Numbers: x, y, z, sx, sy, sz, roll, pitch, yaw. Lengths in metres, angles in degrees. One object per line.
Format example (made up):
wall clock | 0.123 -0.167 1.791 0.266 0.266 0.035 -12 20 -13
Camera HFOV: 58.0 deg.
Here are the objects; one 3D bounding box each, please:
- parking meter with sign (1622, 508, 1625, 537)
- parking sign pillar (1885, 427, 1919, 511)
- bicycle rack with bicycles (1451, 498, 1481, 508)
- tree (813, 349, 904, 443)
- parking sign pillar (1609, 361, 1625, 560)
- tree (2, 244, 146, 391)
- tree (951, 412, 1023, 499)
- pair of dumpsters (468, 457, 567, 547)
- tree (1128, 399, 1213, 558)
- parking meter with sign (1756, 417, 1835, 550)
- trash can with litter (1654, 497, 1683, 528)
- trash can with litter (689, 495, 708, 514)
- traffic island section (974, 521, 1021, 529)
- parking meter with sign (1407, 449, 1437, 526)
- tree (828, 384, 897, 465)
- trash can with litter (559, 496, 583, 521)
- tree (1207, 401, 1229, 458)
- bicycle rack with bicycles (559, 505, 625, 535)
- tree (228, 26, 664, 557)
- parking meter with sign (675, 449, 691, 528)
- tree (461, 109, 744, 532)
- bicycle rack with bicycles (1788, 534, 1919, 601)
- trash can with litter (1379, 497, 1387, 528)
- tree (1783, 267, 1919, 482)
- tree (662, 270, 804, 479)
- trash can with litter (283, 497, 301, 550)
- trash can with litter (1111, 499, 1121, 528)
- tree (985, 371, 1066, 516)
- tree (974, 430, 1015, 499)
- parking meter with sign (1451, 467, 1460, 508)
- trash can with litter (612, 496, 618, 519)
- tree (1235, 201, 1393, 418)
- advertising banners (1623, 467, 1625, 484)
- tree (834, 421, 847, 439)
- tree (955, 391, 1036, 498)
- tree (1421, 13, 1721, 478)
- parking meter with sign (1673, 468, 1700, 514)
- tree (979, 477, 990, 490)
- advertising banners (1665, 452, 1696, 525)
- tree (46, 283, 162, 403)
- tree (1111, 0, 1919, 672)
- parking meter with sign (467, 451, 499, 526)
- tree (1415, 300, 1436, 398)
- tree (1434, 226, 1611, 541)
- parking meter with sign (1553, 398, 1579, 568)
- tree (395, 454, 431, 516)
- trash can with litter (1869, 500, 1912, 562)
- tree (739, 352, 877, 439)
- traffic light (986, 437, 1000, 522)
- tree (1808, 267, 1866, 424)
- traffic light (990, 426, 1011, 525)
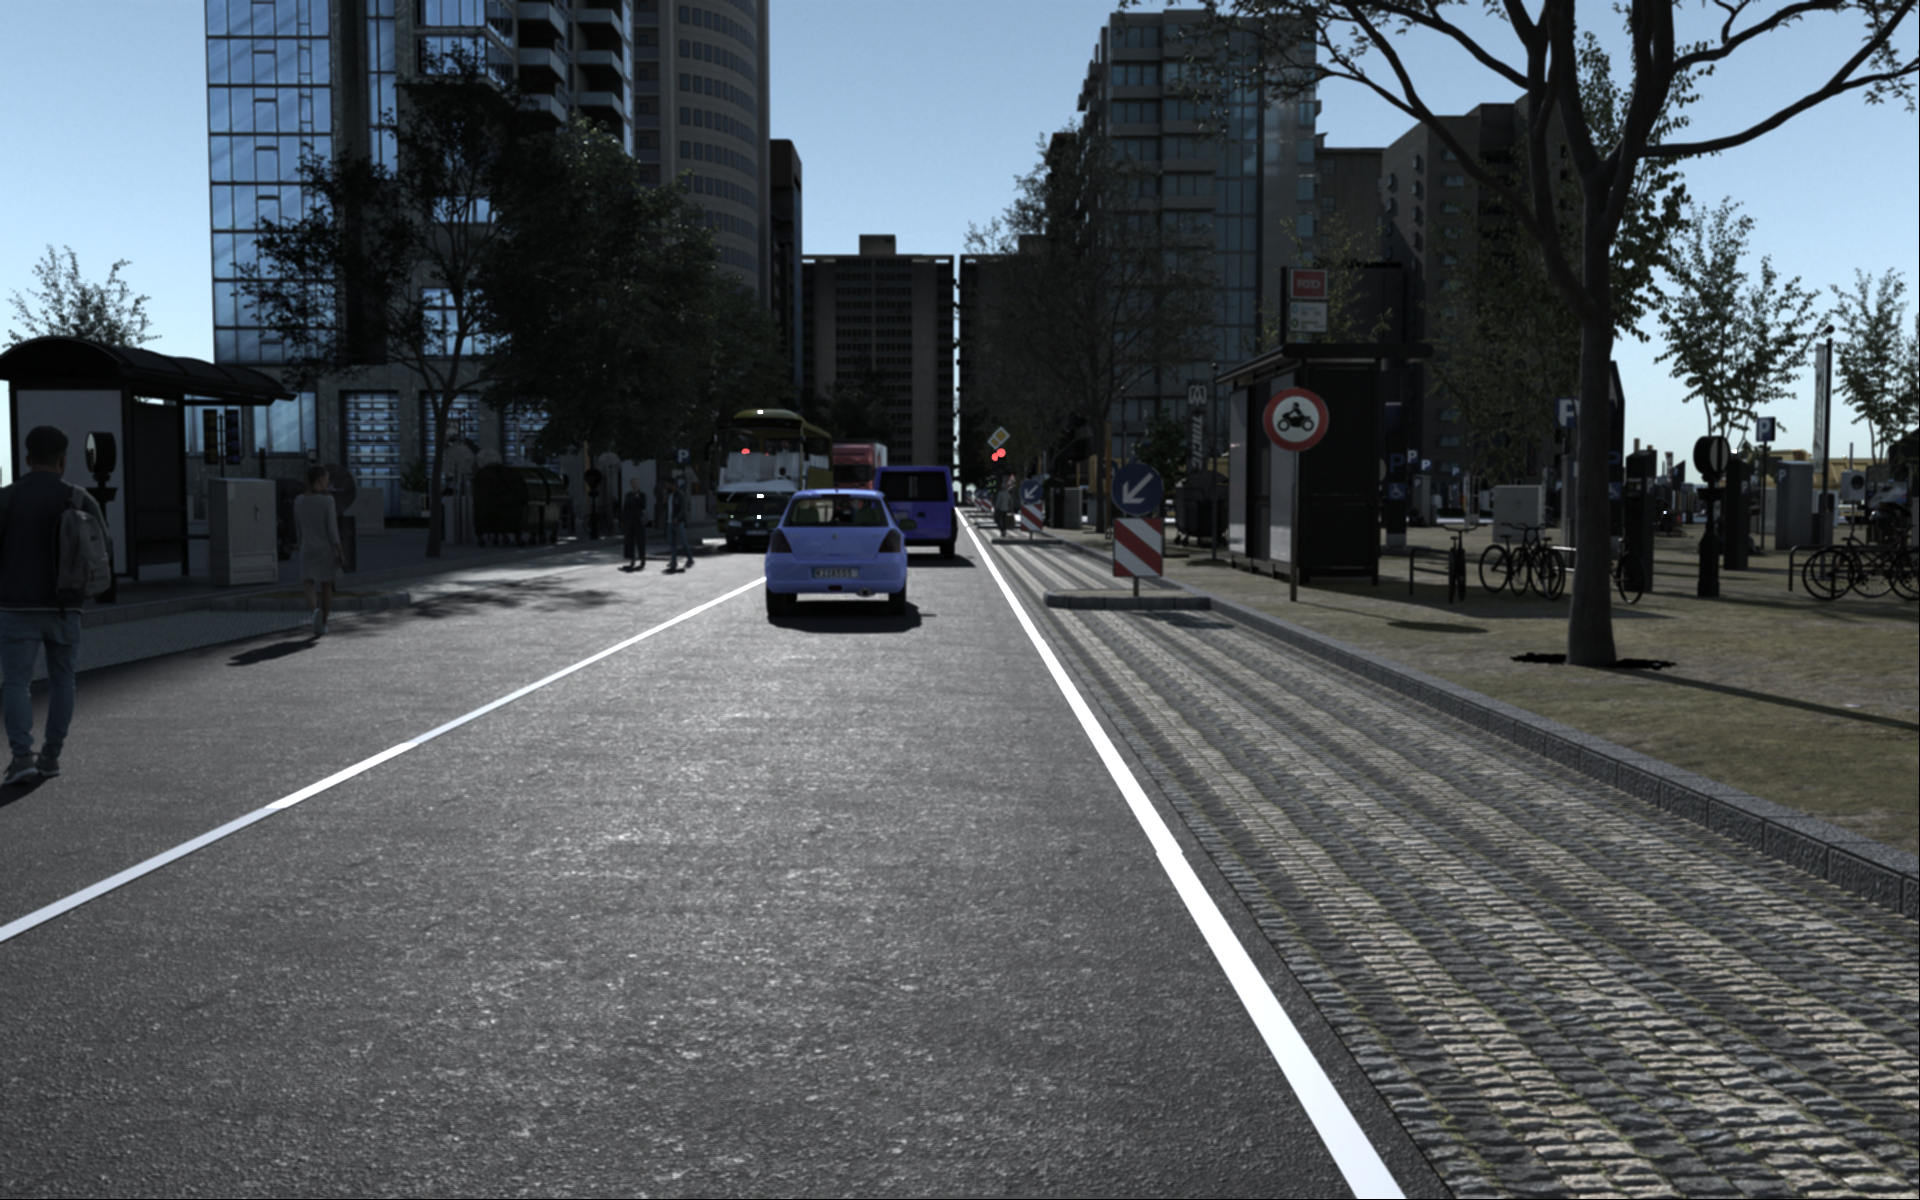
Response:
parking meter with sign | 19.053 -3.414 52.081 1.738 3.016 0.543 1 4 15
parking sign pillar | 36.028 -4.745 66.046 1.447 3.967 1.447 1 4 8
bicycle rack with bicycles | 42.625 -8.238 148.070 2.852 0.926 2.925 3 4 38
tree | -13.492 -22.807 228.789 12.611 20.169 13.585 0 3 0
parking sign pillar | 12.889 -2.813 34.468 1.447 3.967 1.447 1 4 13
tree | -25.738 -6.148 50.885 4.360 8.622 3.978 0 3 0
tree | 3.263 -18.735 223.328 9.611 12.733 9.660 0 3 0
pair of dumpsters | -11.117 -2.514 43.590 1.574 2.255 4.437 0 4 0
tree | 4.288 -2.481 35.166 1.663 3.219 1.824 0 3 0
parking meter with sign | 19.092 -2.647 39.545 1.738 3.016 0.543 -1 4 -12
trash can with litter | 25.837 -3.175 63.297 1.055 1.170 0.624 0 4 -7
trash can with litter | -18.963 -7.045 126.241 2.233 1.210 1.678 -3 5 -43
traffic island section | 1.654 -3.513 79.720 2.009 0.180 2.903 0 4 0
parking meter with sign | 18.255 -4.411 68.374 0.543 3.016 1.738 3 5 43
tree | -11.751 -17.941 199.998 9.857 13.997 8.962 0 3 0
trash can with litter | -19.014 -4.358 82.303 2.233 1.210 1.678 0 4 6
tree | 20.387 -11.203 133.538 4.360 8.622 3.978 0 3 0
bicycle rack with bicycles | -11.719 -2.560 55.238 2.852 0.926 2.925 -2 4 -25
tree | -10.481 -6.140 34.799 7.601 10.594 8.767 2 4 35
parking meter with sign | -10.650 -4.279 66.222 0.543 3.016 1.738 0 4 -3
tree | -11.935 -9.252 57.928 9.857 13.997 8.962 0 3 0
bicycle rack with bicycles | 11.802 -0.506 21.653 2.925 0.926 2.852 1 4 11
trash can with litter | 16.023 -3.258 64.650 1.055 1.170 0.624 -3 5 -43
tree | 29.915 -6.458 55.953 4.737 8.622 4.395 0 3 0
tree | -11.724 -10.406 88.266 7.486 12.596 7.792 0 3 0
trash can with litter | -15.776 -1.767 39.946 1.678 1.210 2.233 2 4 34
trash can with litter | 6.077 -3.358 66.286 0.624 1.170 1.055 -2 4 -31
tree | 3.762 -9.144 99.863 4.737 8.622 4.395 0 3 0
tree | 3.571 -15.256 199.802 4.360 8.622 3.978 0 3 0
parking meter with sign | 32.114 -7.102 112.378 0.543 3.016 1.738 1 4 19
trash can with litter | -18.045 -4.859 90.835 0.624 1.170 1.055 -2 4 -34
tree | 9.093 -5.753 44.426 4.360 8.622 3.978 0 3 0
advertising banners | 43.336 -7.053 111.498 2.074 3.025 0.090 1 4 14
tree | -13.003 -13.611 172.906 4.737 8.622 4.395 0 3 0
tree | 3.023 -13.043 147.668 7.601 10.594 8.767 0 3 0
tree | 9.449 -4.645 26.306 4.737 8.622 4.395 0 3 0
parking meter with sign | 47.938 -7.210 114.151 1.738 3.016 0.543 -1 4 -12
tree | 2.818 -12.018 191.099 1.663 3.219 1.824 0 3 0
advertising banners | 30.089 -4.663 72.423 2.074 3.025 0.090 -2 4 -32
tree | -29.467 -6.711 60.088 4.737 8.622 4.395 0 3 0
tree | 4.653 -6.251 12.568 12.009 13.543 11.850 0 3 0
parking meter with sign | -19.602 -4.518 70.134 1.738 3.016 0.543 -2 4 -31
tree | 16.719 -6.463 56.026 4.360 8.622 3.978 0 3 0
tree | 16.025 -5.962 47.836 4.360 8.622 3.978 0 3 0
parking meter with sign | 10.858 -2.098 30.560 0.543 3.016 1.738 1 4 11
tree | -25.720 -5.367 82.357 1.663 3.219 1.824 0 3 0
trash can with litter | 17.800 -1.304 32.711 1.055 1.170 0.624 -1 4 -16
tree | -11.336 -10.852 111.849 8.767 10.594 7.601 -3 5 -42
traffic light | 1.613 -5.546 79.606 0.839 4.253 0.868 0 4 0
tree | 18.893 -5.651 42.752 4.737 8.622 4.395 0 3 0
traffic light | 1.674 -5.058 71.621 0.839 4.253 0.868 0 4 0
